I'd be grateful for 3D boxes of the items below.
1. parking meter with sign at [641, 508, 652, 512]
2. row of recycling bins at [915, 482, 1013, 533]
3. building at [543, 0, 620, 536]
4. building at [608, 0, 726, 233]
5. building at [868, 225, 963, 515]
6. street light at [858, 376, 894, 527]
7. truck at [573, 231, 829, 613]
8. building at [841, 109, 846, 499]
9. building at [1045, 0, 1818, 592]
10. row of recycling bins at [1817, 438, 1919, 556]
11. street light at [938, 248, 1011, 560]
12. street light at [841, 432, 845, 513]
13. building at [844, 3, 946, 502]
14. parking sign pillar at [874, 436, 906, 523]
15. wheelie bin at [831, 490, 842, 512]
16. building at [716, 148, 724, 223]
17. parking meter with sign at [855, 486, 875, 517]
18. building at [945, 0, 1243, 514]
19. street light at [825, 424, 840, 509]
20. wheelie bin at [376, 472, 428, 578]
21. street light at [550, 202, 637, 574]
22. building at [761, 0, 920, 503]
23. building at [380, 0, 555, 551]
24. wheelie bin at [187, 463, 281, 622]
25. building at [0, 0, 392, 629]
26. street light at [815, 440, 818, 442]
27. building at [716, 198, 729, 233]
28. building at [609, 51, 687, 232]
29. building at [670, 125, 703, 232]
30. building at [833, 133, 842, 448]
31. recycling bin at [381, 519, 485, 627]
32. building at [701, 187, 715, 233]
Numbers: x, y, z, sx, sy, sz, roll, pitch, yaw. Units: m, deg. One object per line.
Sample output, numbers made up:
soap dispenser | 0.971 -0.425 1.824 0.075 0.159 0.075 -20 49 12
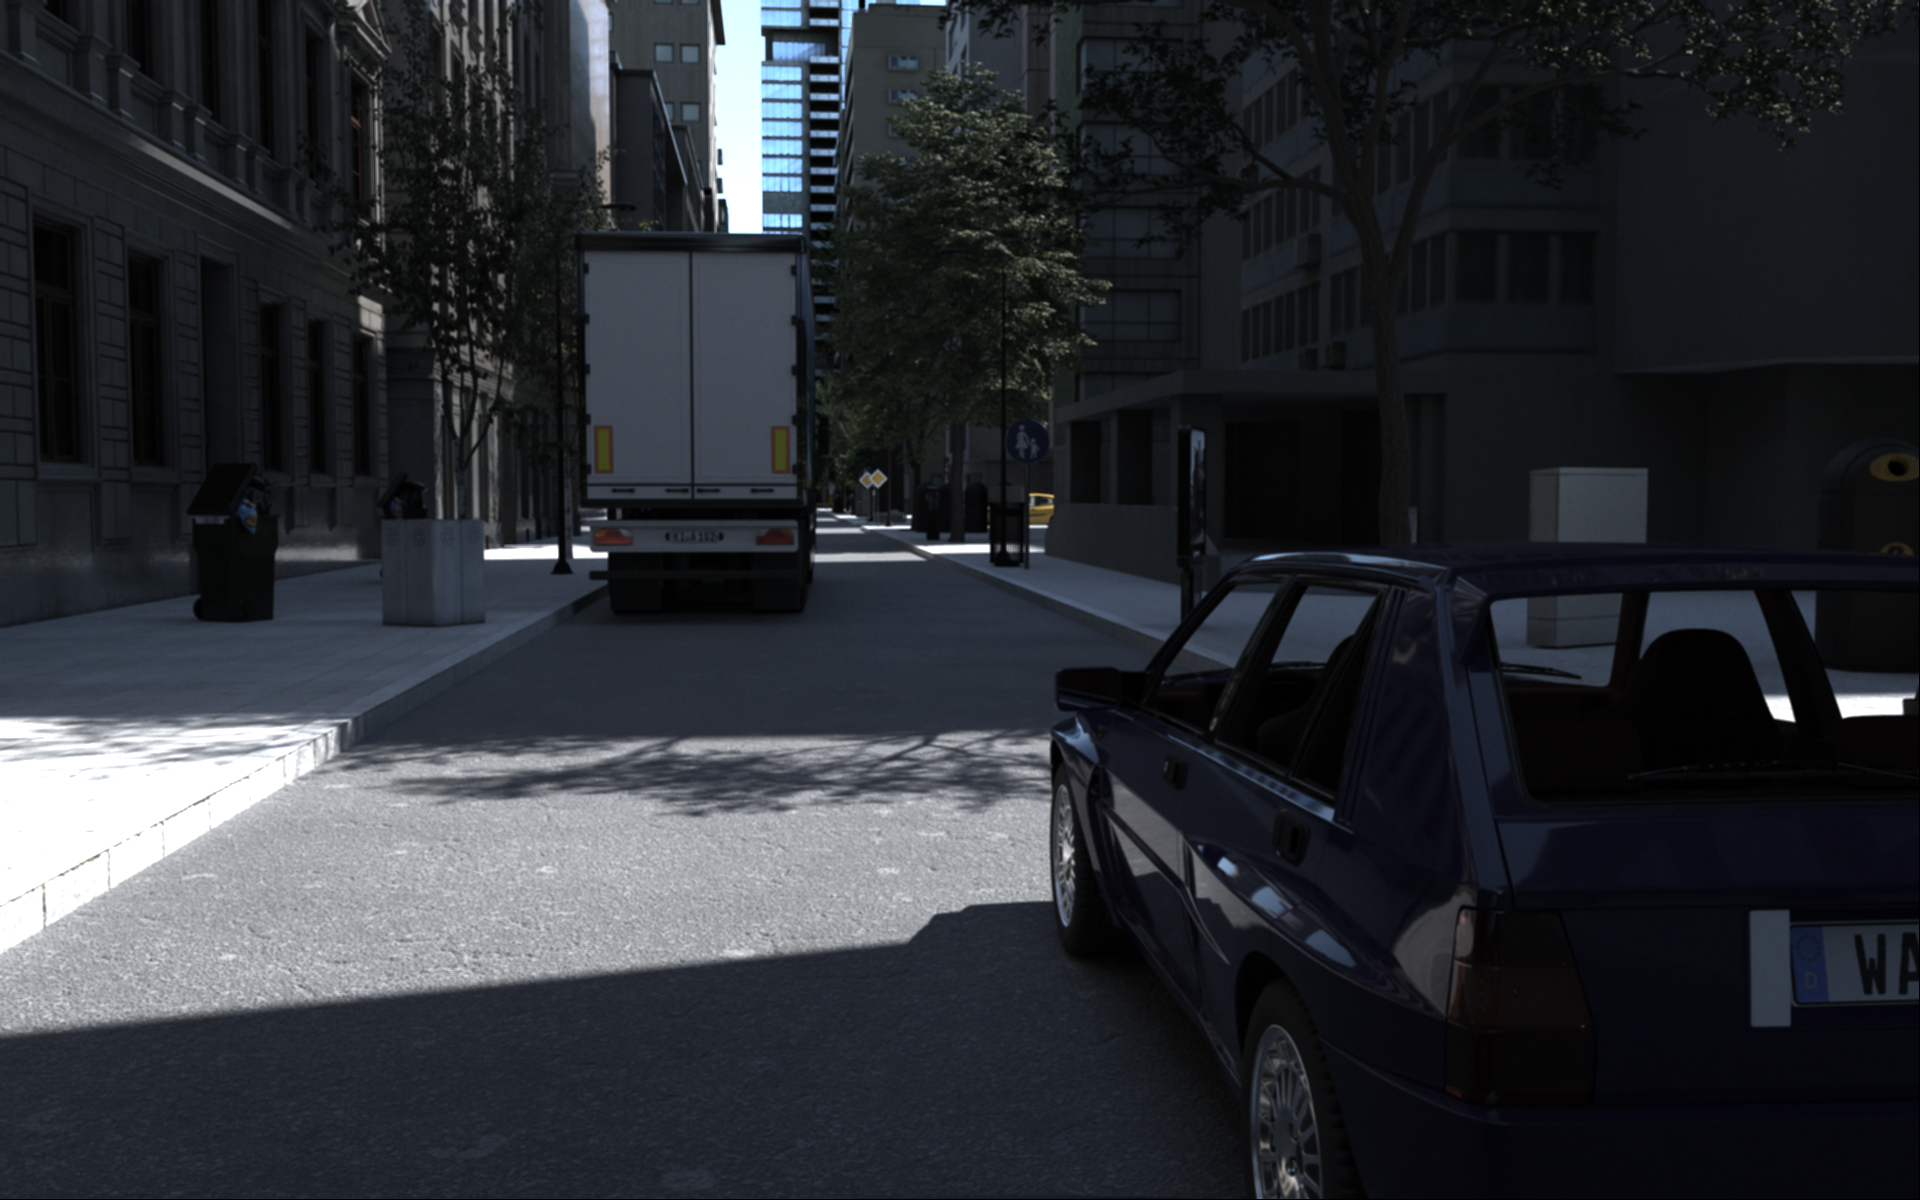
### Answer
parking meter with sign | -9.800 -3.484 53.218 0.543 3.016 1.738 0 4 7
row of recycling bins | 0.170 -3.098 57.759 3.534 1.692 1.069 1 4 19
building | -21.883 -16.596 57.250 20.117 28.700 13.634 0 4 -6
building | -38.358 -35.862 175.580 28.713 52.752 27.495 0 4 -6
building | 8.041 -17.014 123.221 27.650 21.520 28.899 0 4 -6
street light | -3.335 -5.841 68.043 1.470 5.913 1.316 0 4 -6
truck | -3.270 -2.156 24.171 2.839 4.237 11.283 0 4 -4
building | -5.907 -30.843 187.881 14.154 41.232 14.086 0 4 -6
building | 18.530 -20.682 30.025 32.217 40.220 23.993 0 4 -6
row of recycling bins | 7.783 -0.293 11.899 3.534 1.692 1.069 3 5 41
street light | 0.290 -3.695 32.951 1.470 5.913 1.316 0 4 -6
street light | -4.628 -6.561 79.811 1.470 5.913 1.316 0 4 -6
building | -0.214 -33.411 169.972 21.300 48.544 21.600 0 4 -6
parking sign pillar | -3.173 -5.477 78.027 1.447 3.967 1.447 0 4 -1
wheelie bin | -8.588 -6.969 121.858 0.980 1.594 0.693 1 4 12
building | -43.895 -36.043 208.904 30.456 49.044 23.786 0 4 -6
parking meter with sign | -5.030 -6.097 95.951 1.738 3.016 0.543 3 4 36
building | 6.828 -24.582 85.514 14.086 41.232 14.154 0 4 -6
street light | -8.327 -8.709 114.936 1.470 5.913 1.316 0 4 -6
wheelie bin | -8.105 -1.059 25.219 0.693 1.594 0.980 -2 4 -27
street light | -5.849 -3.373 27.688 1.470 5.913 1.316 0 4 -6
building | -16.305 -57.051 245.447 31.000 86.520 22.319 0 4 -6
building | -15.794 -11.773 41.644 9.793 20.994 18.267 0 4 -6
wheelie bin | -7.370 -0.593 17.607 0.980 1.594 0.693 2 4 28
building | -14.766 -11.357 21.843 11.583 22.565 21.152 0 4 -6
street light | -12.074 -10.855 150.014 1.470 5.913 1.316 0 4 -6
building | -39.065 -34.084 240.859 14.086 41.232 14.154 0 4 -6
building | -22.223 -16.618 90.763 14.314 24.678 30.058 0 4 -6
building | -25.065 -19.831 117.741 14.314 27.812 24.014 0 4 -6
building | -3.897 -36.122 210.206 23.786 49.044 30.456 0 4 -6
recycling bin | -5.196 -0.278 17.094 0.722 1.027 0.722 2 4 26
building | -29.293 -23.498 155.897 14.160 30.474 14.107 0 4 -6
